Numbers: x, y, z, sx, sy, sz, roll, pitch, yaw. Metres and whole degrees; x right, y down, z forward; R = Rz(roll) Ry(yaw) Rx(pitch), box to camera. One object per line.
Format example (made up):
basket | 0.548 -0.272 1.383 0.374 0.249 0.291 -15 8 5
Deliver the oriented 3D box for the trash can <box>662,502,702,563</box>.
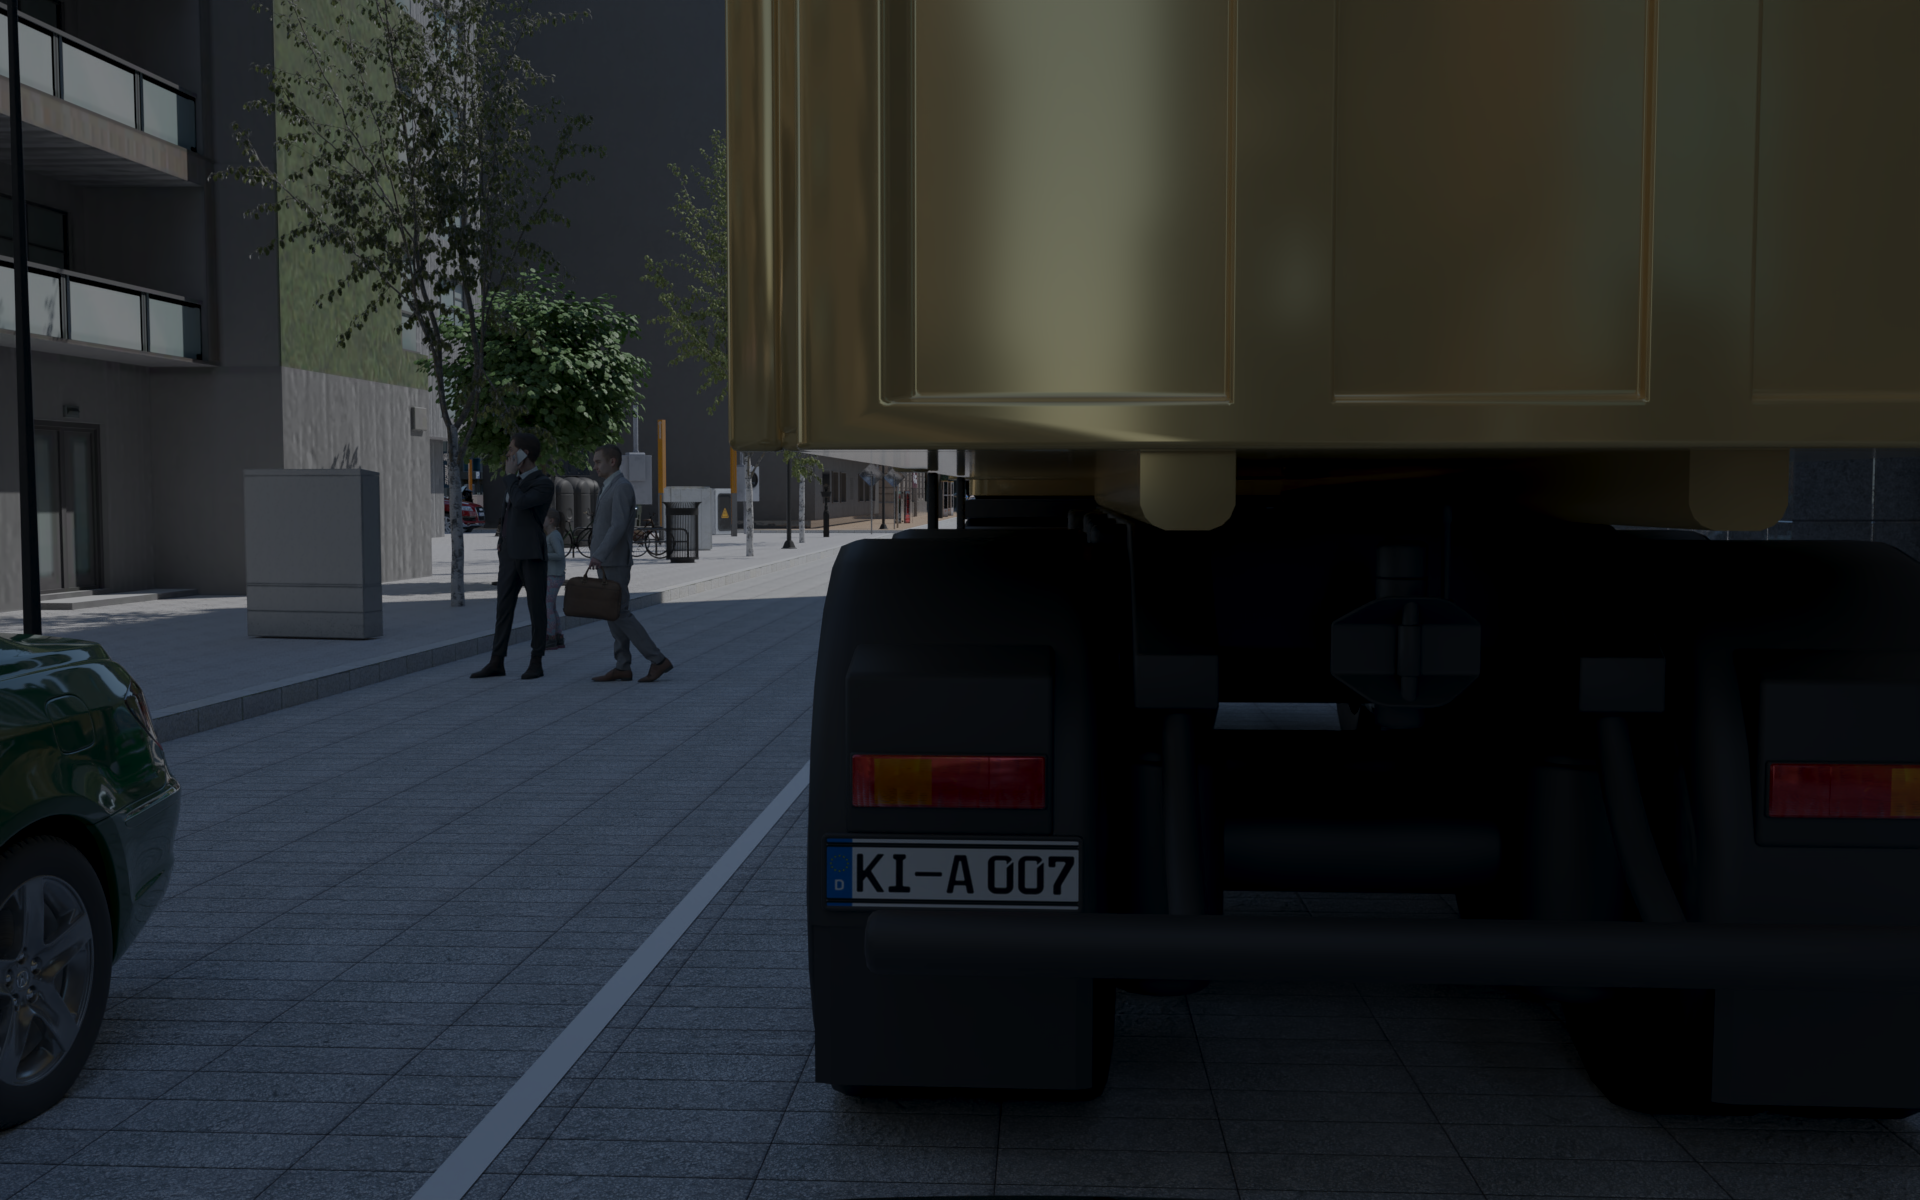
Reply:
trash can | -5.190 -1.267 32.361 0.748 1.137 0.748 0 3 0

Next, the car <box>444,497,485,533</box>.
car | -18.991 -3.102 59.398 5.304 1.827 2.281 0 4 2

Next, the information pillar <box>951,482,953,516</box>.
information pillar | -0.586 -5.977 102.221 0.304 2.012 0.304 2 4 27

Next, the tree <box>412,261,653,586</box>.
tree | -6.010 -2.496 24.531 4.285 4.588 4.351 0 3 0

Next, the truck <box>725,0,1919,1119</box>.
truck | 1.167 -0.719 7.674 3.469 3.379 9.791 0 4 4

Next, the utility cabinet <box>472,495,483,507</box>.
utility cabinet | -33.020 -6.605 119.145 1.020 1.237 0.306 0 4 4

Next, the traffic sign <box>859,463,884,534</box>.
traffic sign | -2.810 -3.145 55.058 0.795 2.450 0.064 0 4 3

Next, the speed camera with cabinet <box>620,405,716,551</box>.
speed camera with cabinet | -6.672 -2.739 39.124 2.038 3.252 0.660 -1 4 -23

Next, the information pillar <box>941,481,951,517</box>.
information pillar | -0.861 -5.647 96.812 0.304 2.012 0.304 -2 4 -25

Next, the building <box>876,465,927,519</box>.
building | -7.231 -14.230 97.295 10.561 19.102 19.286 0 4 3

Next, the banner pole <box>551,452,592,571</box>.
banner pole | -6.561 -2.376 28.857 0.863 3.779 0.401 0 4 5

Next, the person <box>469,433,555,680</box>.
person | -3.442 -0.341 13.443 0.648 1.900 0.474 2 4 34

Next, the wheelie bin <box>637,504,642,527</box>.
wheelie bin | -9.891 -2.689 51.880 0.693 1.594 0.980 1 4 12

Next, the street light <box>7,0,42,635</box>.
street light | -5.066 -2.308 10.282 1.470 5.913 1.316 0 4 3

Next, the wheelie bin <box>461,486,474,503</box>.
wheelie bin | -20.530 -3.905 71.762 0.693 1.594 0.980 -2 4 -29

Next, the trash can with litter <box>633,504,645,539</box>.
trash can with litter | -8.981 -2.221 47.698 0.624 1.170 1.055 -3 5 -43

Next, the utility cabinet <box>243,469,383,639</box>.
utility cabinet | -5.736 -0.410 15.382 1.173 1.500 0.318 1 4 14

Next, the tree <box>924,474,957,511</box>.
tree | -0.076 -13.169 132.317 9.611 12.733 9.660 0 3 0

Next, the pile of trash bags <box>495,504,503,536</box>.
pile of trash bags | -12.658 -2.678 53.542 1.912 1.369 3.447 2 4 26

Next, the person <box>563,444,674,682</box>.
person | -2.639 -0.280 13.202 0.853 1.813 0.709 -2 4 -24

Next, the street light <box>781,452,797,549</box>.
street light | -3.474 -4.154 40.452 1.470 5.913 1.316 0 4 3

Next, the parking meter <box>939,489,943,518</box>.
parking meter | -1.094 -5.078 91.440 0.372 1.533 0.369 0 3 0

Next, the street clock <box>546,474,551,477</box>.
street clock | -14.871 -3.563 62.826 0.358 2.002 0.471 2 4 33

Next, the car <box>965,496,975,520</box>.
car | 1.204 -5.303 99.070 2.083 1.381 4.827 0 4 2

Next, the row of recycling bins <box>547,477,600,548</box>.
row of recycling bins | -9.589 -2.118 41.746 1.069 1.692 3.534 1 4 11

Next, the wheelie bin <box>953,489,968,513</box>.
wheelie bin | 0.044 -6.575 115.406 0.980 1.594 0.693 0 4 -1

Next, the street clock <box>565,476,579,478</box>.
street clock | -12.543 -3.148 56.034 0.358 2.002 0.471 1 4 18

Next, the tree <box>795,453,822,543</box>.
tree | -3.917 -5.805 45.282 4.360 8.622 3.978 0 3 0

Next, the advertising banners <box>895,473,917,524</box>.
advertising banners | -2.326 -4.853 75.541 0.090 3.025 2.074 2 4 29

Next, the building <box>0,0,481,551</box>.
building | -21.524 -22.264 47.606 14.086 41.232 14.154 0 4 3

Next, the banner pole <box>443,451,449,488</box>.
banner pole | -26.352 -6.071 89.279 0.401 3.779 0.863 2 4 26

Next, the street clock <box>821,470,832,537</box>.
street clock | -3.977 -2.868 51.461 0.358 2.002 0.471 0 4 -4

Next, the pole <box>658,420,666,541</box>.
pole | -8.196 -3.291 47.650 0.158 3.312 0.155 0 3 0

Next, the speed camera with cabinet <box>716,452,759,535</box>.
speed camera with cabinet | -7.227 -3.689 54.650 0.660 3.252 2.038 3 4 36

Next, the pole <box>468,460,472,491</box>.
pole | -29.008 -6.653 102.621 0.158 3.312 0.155 0 3 0

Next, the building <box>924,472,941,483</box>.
building | -9.665 -15.241 116.635 16.820 18.784 16.811 0 4 3

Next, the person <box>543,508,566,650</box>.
person | -3.790 -0.197 15.995 0.394 1.301 0.425 -3 5 -42

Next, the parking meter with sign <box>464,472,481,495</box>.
parking meter with sign | -37.796 -8.387 133.383 0.543 3.016 1.738 3 5 42

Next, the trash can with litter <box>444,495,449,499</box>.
trash can with litter | -26.170 -4.664 87.318 2.233 1.210 1.678 2 4 28

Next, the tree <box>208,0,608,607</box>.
tree | -5.814 -4.218 19.323 4.360 8.622 3.978 0 3 0

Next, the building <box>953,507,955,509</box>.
building | -9.993 -30.471 152.817 22.147 44.769 28.867 0 4 3

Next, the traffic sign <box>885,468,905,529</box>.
traffic sign | -2.389 -3.632 63.032 0.795 2.450 0.064 0 4 3

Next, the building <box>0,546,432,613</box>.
building | -15.609 -20.534 19.331 14.154 41.232 14.086 0 4 3

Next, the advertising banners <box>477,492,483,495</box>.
advertising banners | -37.084 -8.485 134.918 2.074 3.025 0.090 3 5 44

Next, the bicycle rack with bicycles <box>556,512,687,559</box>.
bicycle rack with bicycles | -6.790 -1.297 34.581 2.925 0.926 2.852 -2 4 -29

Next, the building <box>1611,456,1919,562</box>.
building | 11.725 -12.337 19.727 12.078 24.808 19.932 0 4 3

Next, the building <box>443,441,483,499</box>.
building | -53.128 -35.558 205.075 21.600 48.544 21.300 0 4 3

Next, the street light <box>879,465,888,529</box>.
street light | -2.247 -5.523 62.842 1.470 5.913 1.316 0 4 3

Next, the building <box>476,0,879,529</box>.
building | -10.220 -17.250 75.547 14.314 27.812 24.014 0 4 3

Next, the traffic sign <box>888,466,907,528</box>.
traffic sign | -2.363 -3.995 65.431 0.768 2.556 0.104 1 4 12

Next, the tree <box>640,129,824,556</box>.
tree | -4.333 -5.188 35.180 4.737 8.622 4.395 0 3 0

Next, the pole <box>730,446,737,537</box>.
pole | -6.825 -3.570 52.221 0.158 3.312 0.155 0 3 0

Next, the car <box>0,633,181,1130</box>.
car | -3.083 0.559 2.656 2.131 1.459 4.920 0 4 3
